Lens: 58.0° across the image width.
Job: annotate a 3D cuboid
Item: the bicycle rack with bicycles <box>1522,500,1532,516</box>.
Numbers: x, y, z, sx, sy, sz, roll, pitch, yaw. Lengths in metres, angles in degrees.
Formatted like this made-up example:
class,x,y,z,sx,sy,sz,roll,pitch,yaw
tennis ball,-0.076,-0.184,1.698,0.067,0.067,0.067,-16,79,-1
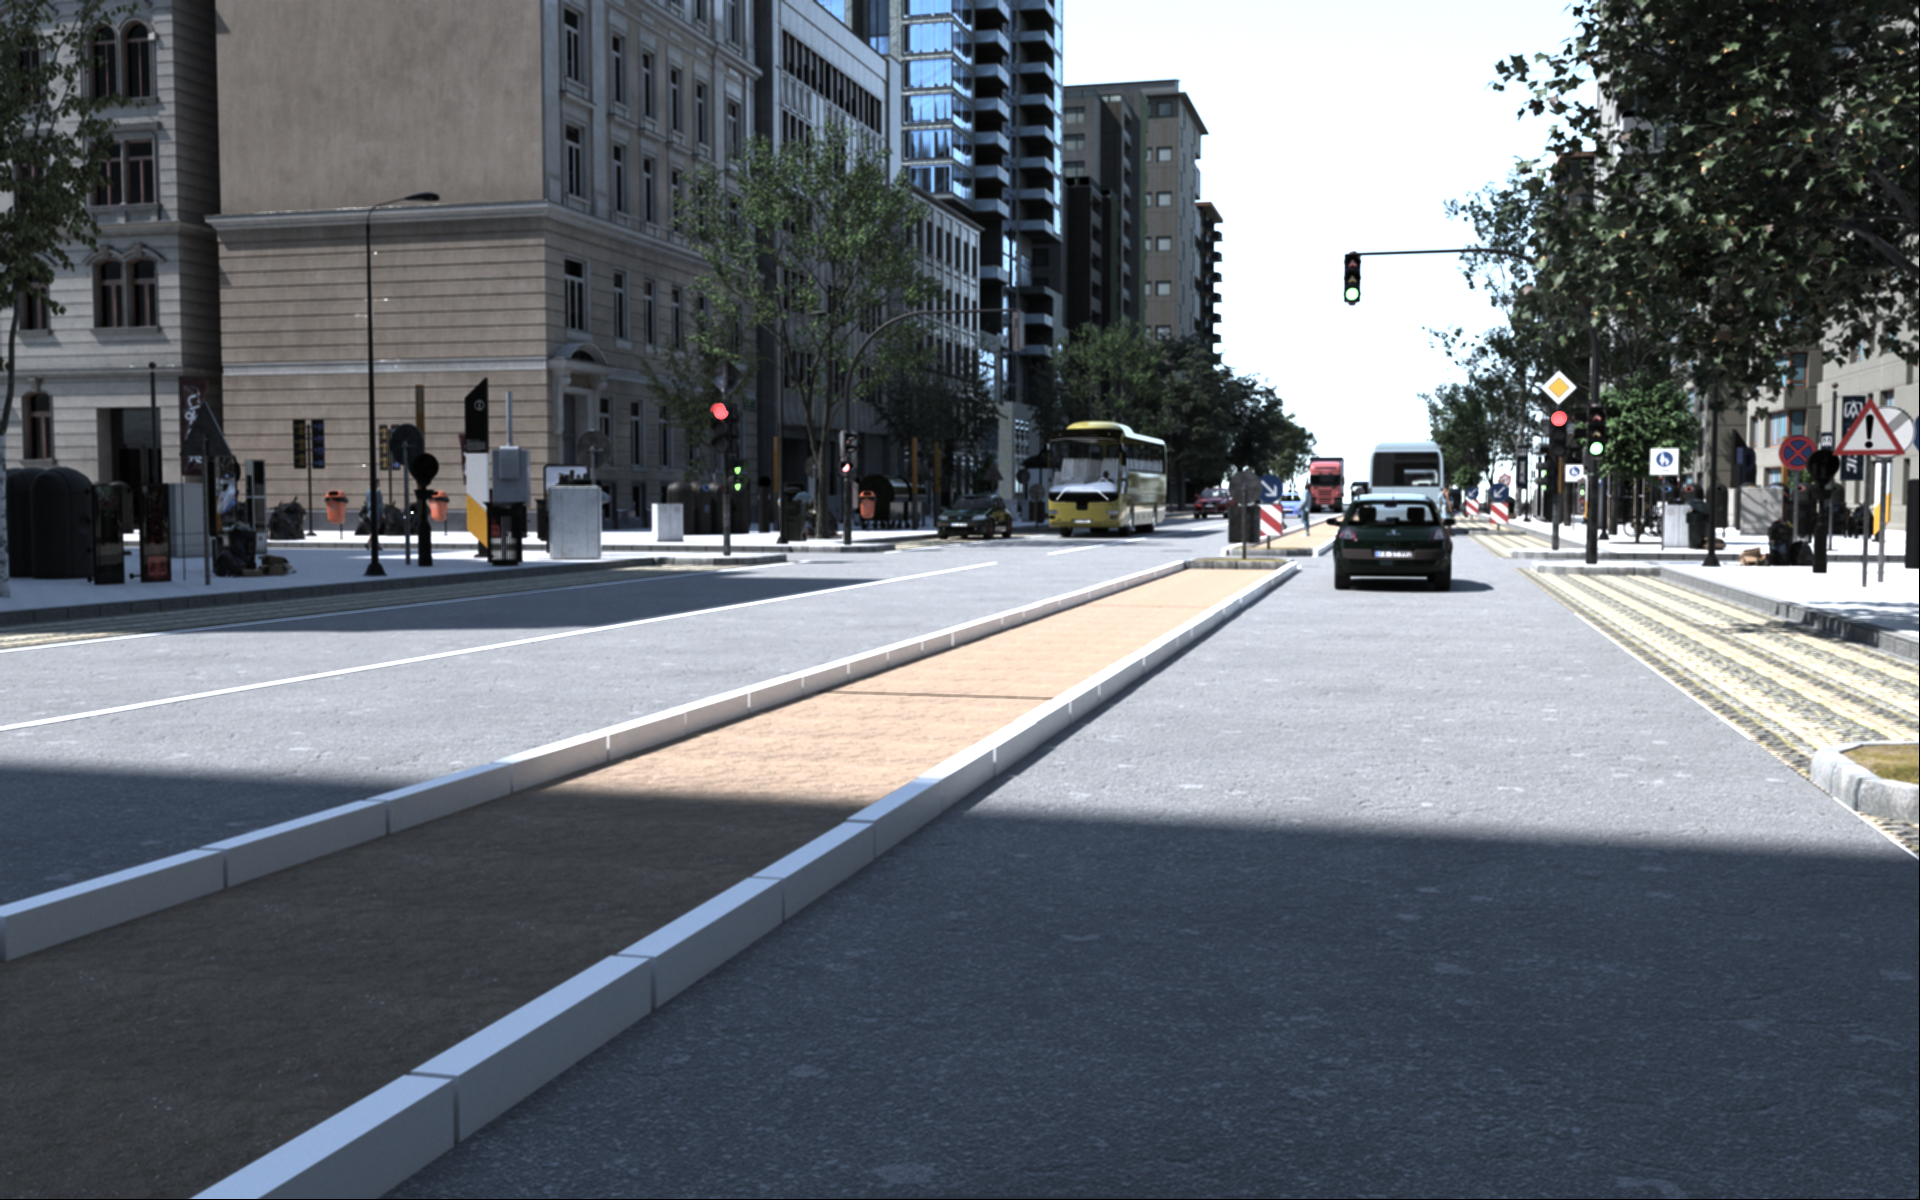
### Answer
class,x,y,z,sx,sy,sz,roll,pitch,yaw
bicycle rack with bicycles,33.444,-5.492,103.182,2.852,0.926,2.925,0,4,2

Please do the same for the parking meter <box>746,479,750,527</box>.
class,x,y,z,sx,sy,sz,roll,pitch,yaw
parking meter,-8.342,-3.753,67.076,0.399,1.863,0.255,2,4,33

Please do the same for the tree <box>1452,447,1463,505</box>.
class,x,y,z,sx,sy,sz,roll,pitch,yaw
tree,61.562,-15.961,211.332,4.360,8.622,3.978,0,3,0

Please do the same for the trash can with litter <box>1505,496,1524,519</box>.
class,x,y,z,sx,sy,sz,roll,pitch,yaw
trash can with litter,28.241,-4.725,88.642,0.624,1.170,1.055,0,4,-2

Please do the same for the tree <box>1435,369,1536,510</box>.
class,x,y,z,sx,sy,sz,roll,pitch,yaw
tree,43.645,-13.258,142.530,9.928,11.665,9.643,0,3,0

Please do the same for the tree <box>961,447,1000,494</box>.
class,x,y,z,sx,sy,sz,roll,pitch,yaw
tree,1.147,-4.614,70.034,1.663,3.219,1.824,0,3,0

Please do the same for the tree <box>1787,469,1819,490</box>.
class,x,y,z,sx,sy,sz,roll,pitch,yaw
tree,32.051,-4.316,65.163,1.663,3.219,1.824,0,3,0

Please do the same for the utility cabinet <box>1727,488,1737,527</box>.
class,x,y,z,sx,sy,sz,roll,pitch,yaw
utility cabinet,30.128,-3.613,67.752,0.318,1.500,1.173,0,4,-4

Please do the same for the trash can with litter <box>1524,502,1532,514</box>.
class,x,y,z,sx,sy,sz,roll,pitch,yaw
trash can with litter,36.342,-6.037,110.094,1.055,1.170,0.624,2,4,34

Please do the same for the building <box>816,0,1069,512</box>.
class,x,y,z,sx,sy,sz,roll,pitch,yaw
building,-3.283,-50.347,135.840,22.319,86.520,31.000,1,4,14

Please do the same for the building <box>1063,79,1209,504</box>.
class,x,y,z,sx,sy,sz,roll,pitch,yaw
building,16.861,-39.041,227.561,28.713,52.752,27.495,1,4,14

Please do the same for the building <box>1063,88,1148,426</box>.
class,x,y,z,sx,sy,sz,roll,pitch,yaw
building,10.491,-29.838,171.452,14.154,41.232,14.086,1,4,14

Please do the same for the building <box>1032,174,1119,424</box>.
class,x,y,z,sx,sy,sz,roll,pitch,yaw
building,6.426,-23.645,158.297,14.160,30.474,14.107,1,4,14

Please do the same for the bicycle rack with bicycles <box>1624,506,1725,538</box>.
class,x,y,z,sx,sy,sz,roll,pitch,yaw
bicycle rack with bicycles,21.118,-2.314,51.221,2.925,0.926,2.852,0,4,1

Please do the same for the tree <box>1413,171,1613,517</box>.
class,x,y,z,sx,sy,sz,roll,pitch,yaw
tree,32.799,-14.860,98.843,12.611,20.169,13.585,0,3,0

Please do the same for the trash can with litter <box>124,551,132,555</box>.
class,x,y,z,sx,sy,sz,roll,pitch,yaw
trash can with litter,-18.189,-1.525,35.990,1.678,1.210,2.233,2,4,27

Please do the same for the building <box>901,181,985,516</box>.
class,x,y,z,sx,sy,sz,roll,pitch,yaw
building,-5.370,-15.691,105.692,9.793,20.994,18.267,1,4,14

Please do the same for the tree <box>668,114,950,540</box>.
class,x,y,z,sx,sy,sz,roll,pitch,yaw
tree,-4.049,-7.539,49.022,9.928,11.665,9.643,0,3,0

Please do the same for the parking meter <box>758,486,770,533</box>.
class,x,y,z,sx,sy,sz,roll,pitch,yaw
parking meter,-6.524,-3.012,57.663,0.372,1.533,0.369,0,3,0

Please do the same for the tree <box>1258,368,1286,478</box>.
class,x,y,z,sx,sy,sz,roll,pitch,yaw
tree,28.088,-16.373,174.359,9.857,13.997,8.962,0,3,0

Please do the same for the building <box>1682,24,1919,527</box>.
class,x,y,z,sx,sy,sz,roll,pitch,yaw
building,53.069,-14.736,85.971,27.650,21.520,28.899,1,4,14

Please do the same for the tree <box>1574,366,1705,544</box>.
class,x,y,z,sx,sy,sz,roll,pitch,yaw
tree,17.545,-3.733,44.741,4.285,4.588,4.351,0,3,0

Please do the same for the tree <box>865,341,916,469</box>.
class,x,y,z,sx,sy,sz,roll,pitch,yaw
tree,-2.521,-8.018,81.459,4.360,8.622,3.978,0,3,0

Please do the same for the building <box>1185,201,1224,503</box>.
class,x,y,z,sx,sy,sz,roll,pitch,yaw
building,26.662,-36.679,254.329,22.147,44.769,28.867,1,4,14

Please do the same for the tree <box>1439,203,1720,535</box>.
class,x,y,z,sx,sy,sz,roll,pitch,yaw
tree,20.191,-7.292,53.631,8.767,10.594,7.601,3,5,39

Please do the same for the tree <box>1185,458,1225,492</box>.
class,x,y,z,sx,sy,sz,roll,pitch,yaw
tree,20.896,-10.027,147.647,4.285,4.588,4.351,0,3,0

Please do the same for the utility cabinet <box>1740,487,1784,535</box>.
class,x,y,z,sx,sy,sz,roll,pitch,yaw
utility cabinet,24.766,-2.742,53.509,1.173,1.500,0.318,2,4,29

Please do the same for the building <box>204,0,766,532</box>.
class,x,y,z,sx,sy,sz,roll,pitch,yaw
building,-17.300,-17.252,67.982,13.634,28.700,20.117,1,4,14

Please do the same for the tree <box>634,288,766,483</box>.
class,x,y,z,sx,sy,sz,roll,pitch,yaw
tree,-8.905,-6.750,60.728,4.737,8.622,4.395,0,3,0

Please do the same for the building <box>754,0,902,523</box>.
class,x,y,z,sx,sy,sz,roll,pitch,yaw
building,-11.537,-16.480,87.477,12.078,24.808,19.932,1,4,14

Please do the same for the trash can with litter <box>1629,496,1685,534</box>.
class,x,y,z,sx,sy,sz,roll,pitch,yaw
trash can with litter,22.408,-2.704,55.276,2.233,1.210,1.678,0,4,1

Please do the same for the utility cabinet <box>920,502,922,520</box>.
class,x,y,z,sx,sy,sz,roll,pitch,yaw
utility cabinet,-2.030,-4.516,84.994,0.306,1.237,1.020,1,4,16

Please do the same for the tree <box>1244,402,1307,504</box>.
class,x,y,z,sx,sy,sz,roll,pitch,yaw
tree,37.816,-17.772,208.705,7.486,12.596,7.792,0,3,0

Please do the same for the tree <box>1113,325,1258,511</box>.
class,x,y,z,sx,sy,sz,roll,pitch,yaw
tree,16.639,-13.676,130.265,9.857,13.997,8.962,0,3,0

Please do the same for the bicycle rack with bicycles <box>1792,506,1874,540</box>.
class,x,y,z,sx,sy,sz,roll,pitch,yaw
bicycle rack with bicycles,25.328,-2.246,50.106,2.852,0.926,2.925,3,5,39

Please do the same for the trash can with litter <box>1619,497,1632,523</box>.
class,x,y,z,sx,sy,sz,roll,pitch,yaw
trash can with litter,29.917,-4.038,77.416,1.055,1.170,0.624,-3,5,-45

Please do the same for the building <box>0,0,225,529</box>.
class,x,y,z,sx,sy,sz,roll,pitch,yaw
building,-36.558,-17.234,69.158,23.554,28.519,14.401,1,4,14

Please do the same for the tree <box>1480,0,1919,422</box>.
class,x,y,z,sx,sy,sz,roll,pitch,yaw
tree,9.509,-6.036,15.691,9.611,12.733,9.660,0,3,0

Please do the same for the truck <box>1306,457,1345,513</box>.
class,x,y,z,sx,sy,sz,roll,pitch,yaw
truck,28.303,-8.849,133.602,2.839,4.237,11.283,1,4,13

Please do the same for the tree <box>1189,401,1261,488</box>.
class,x,y,z,sx,sy,sz,roll,pitch,yaw
tree,24.194,-13.774,159.612,7.601,10.594,8.767,-3,5,-43

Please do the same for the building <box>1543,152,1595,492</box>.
class,x,y,z,sx,sy,sz,roll,pitch,yaw
building,84.942,-34.309,215.569,22.147,44.769,28.867,1,4,14

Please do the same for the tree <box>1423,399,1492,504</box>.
class,x,y,z,sx,sy,sz,roll,pitch,yaw
tree,65.121,-19.508,225.605,9.857,13.997,8.962,0,3,0

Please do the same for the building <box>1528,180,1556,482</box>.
class,x,y,z,sx,sy,sz,roll,pitch,yaw
building,93.074,-38.184,243.919,23.786,49.044,30.456,1,4,14

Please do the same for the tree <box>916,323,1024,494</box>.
class,x,y,z,sx,sy,sz,roll,pitch,yaw
tree,0.373,-7.642,75.311,4.360,8.622,3.978,0,3,0

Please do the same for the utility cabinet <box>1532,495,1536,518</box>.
class,x,y,z,sx,sy,sz,roll,pitch,yaw
utility cabinet,31.526,-5.116,94.814,0.306,1.237,1.020,2,4,23

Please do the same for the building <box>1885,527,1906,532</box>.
class,x,y,z,sx,sy,sz,roll,pitch,yaw
building,46.333,-12.844,55.045,28.899,21.520,27.650,1,4,14

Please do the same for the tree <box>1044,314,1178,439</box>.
class,x,y,z,sx,sy,sz,roll,pitch,yaw
tree,8.910,-10.764,101.753,9.928,11.665,9.643,0,3,0

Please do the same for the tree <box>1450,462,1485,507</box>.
class,x,y,z,sx,sy,sz,roll,pitch,yaw
tree,51.426,-11.706,175.098,4.285,4.588,4.351,0,3,0

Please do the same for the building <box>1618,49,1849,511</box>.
class,x,y,z,sx,sy,sz,roll,pitch,yaw
building,67.273,-26.757,129.359,32.217,40.220,23.993,1,4,14

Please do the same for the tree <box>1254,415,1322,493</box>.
class,x,y,z,sx,sy,sz,roll,pitch,yaw
tree,46.032,-19.298,241.278,9.928,11.665,9.643,0,3,0

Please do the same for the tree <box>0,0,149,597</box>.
class,x,y,z,sx,sy,sz,roll,pitch,yaw
tree,-12.155,-4.344,21.387,4.737,8.622,4.395,0,3,0

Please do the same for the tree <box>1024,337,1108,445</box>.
class,x,y,z,sx,sy,sz,roll,pitch,yaw
tree,4.652,-7.971,80.687,4.360,8.622,3.978,0,3,0

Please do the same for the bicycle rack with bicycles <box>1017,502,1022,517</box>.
class,x,y,z,sx,sy,sz,roll,pitch,yaw
bicycle rack with bicycles,3.501,-5.212,98.593,2.852,0.926,2.925,3,5,41

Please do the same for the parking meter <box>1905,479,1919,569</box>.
class,x,y,z,sx,sy,sz,roll,pitch,yaw
parking meter,16.447,-1.303,29.721,0.372,1.533,0.369,0,3,0

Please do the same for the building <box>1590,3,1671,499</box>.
class,x,y,z,sx,sy,sz,roll,pitch,yaw
building,71.932,-34.561,154.315,28.713,52.752,27.495,1,4,14

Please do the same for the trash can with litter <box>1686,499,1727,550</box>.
class,x,y,z,sx,sy,sz,roll,pitch,yaw
trash can with litter,17.268,-1.748,39.961,0.624,1.170,1.055,-1,4,-17

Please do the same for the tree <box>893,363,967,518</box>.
class,x,y,z,sx,sy,sz,roll,pitch,yaw
tree,-1.493,-8.635,91.552,4.737,8.622,4.395,0,3,0

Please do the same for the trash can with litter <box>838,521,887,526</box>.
class,x,y,z,sx,sy,sz,roll,pitch,yaw
trash can with litter,-3.811,-3.584,69.657,2.233,1.210,1.678,0,4,-5

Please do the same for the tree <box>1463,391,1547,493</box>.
class,x,y,z,sx,sy,sz,roll,pitch,yaw
tree,36.931,-10.133,116.039,4.360,8.622,3.978,0,3,0
